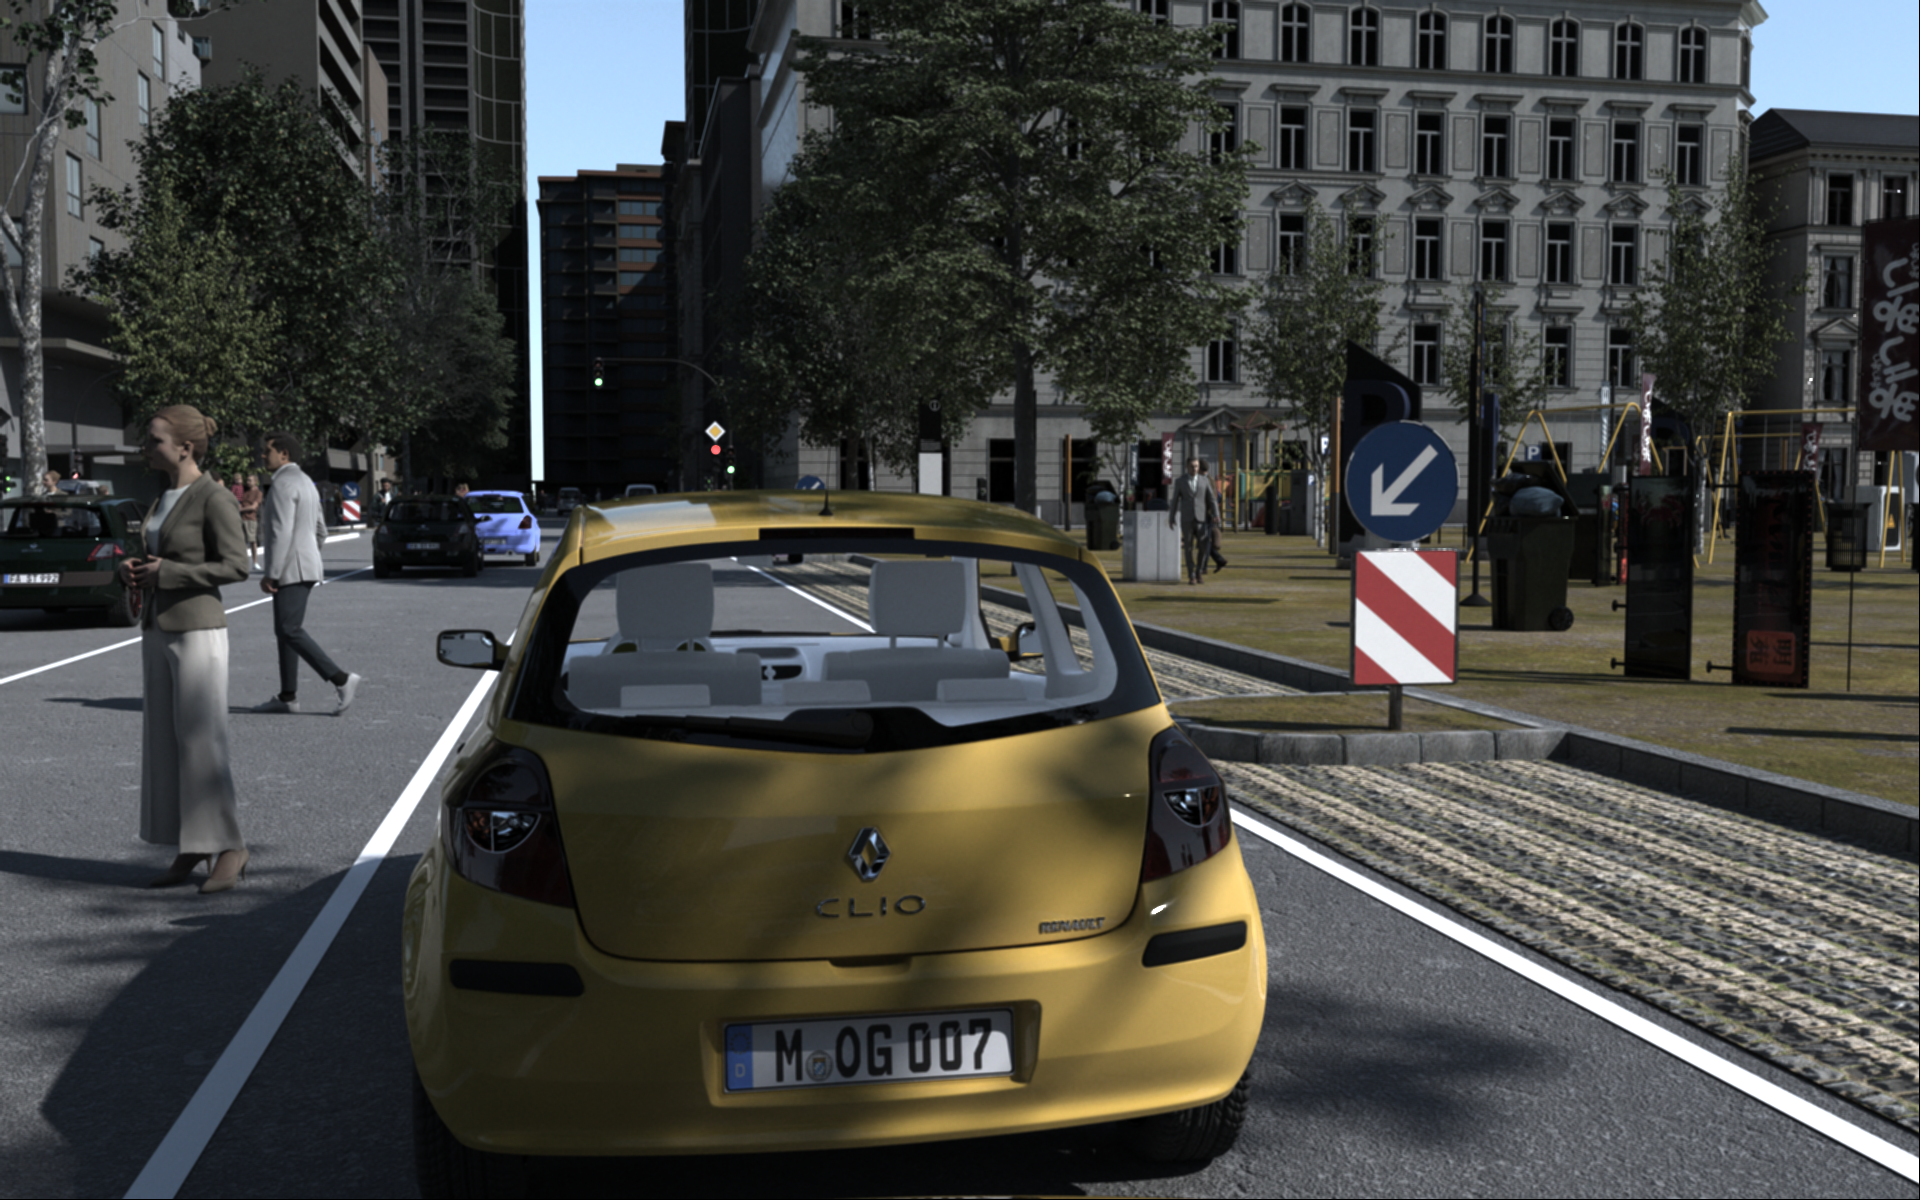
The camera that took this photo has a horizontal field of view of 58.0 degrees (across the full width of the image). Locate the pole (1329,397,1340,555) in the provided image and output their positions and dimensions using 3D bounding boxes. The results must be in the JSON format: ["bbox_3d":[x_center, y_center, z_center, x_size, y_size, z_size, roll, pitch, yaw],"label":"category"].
[{"bbox_3d":[7.916,-2.615,36.596,0.158,3.312,0.155,0,3,0],"label":"pole"}]

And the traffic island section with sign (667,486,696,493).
[{"bbox_3d":[-14.288,-5.035,90.957,1.989,1.847,2.006,-1,4,-11],"label":"traffic island section with sign"}]

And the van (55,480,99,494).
[{"bbox_3d":[-26.431,-2.679,50.818,2.013,2.044,4.112,-1,4,-10],"label":"van"}]

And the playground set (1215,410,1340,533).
[{"bbox_3d":[10.473,-4.464,59.765,5.302,4.214,5.637,-1,4,-12],"label":"playground set"}]

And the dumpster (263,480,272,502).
[{"bbox_3d":[-39.316,-5.809,99.931,1.985,2.255,1.502,-1,4,-13],"label":"dumpster"}]

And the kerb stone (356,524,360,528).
[{"bbox_3d":[-24.877,-2.989,71.065,0.120,0.150,1.000,-1,4,-11],"label":"kerb stone"}]

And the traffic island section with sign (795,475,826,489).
[{"bbox_3d":[-3.400,-1.752,37.275,1.989,1.847,2.006,-1,4,-11],"label":"traffic island section with sign"}]

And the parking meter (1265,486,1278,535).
[{"bbox_3d":[9.886,-2.845,54.934,0.372,1.533,0.369,0,3,0],"label":"parking meter"}]

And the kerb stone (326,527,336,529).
[{"bbox_3d":[-23.658,-2.620,65.034,0.120,0.150,1.000,-1,4,-11],"label":"kerb stone"}]

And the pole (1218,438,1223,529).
[{"bbox_3d":[9.442,-4.214,62.739,0.158,3.312,0.155,0,3,0],"label":"pole"}]

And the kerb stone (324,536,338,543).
[{"bbox_3d":[-18.833,-1.813,51.831,0.120,0.150,1.000,-1,4,-11],"label":"kerb stone"}]

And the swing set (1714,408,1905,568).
[{"bbox_3d":[15.662,-2.116,32.210,3.119,2.851,2.862,2,4,35],"label":"swing set"}]

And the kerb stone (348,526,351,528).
[{"bbox_3d":[-24.473,-2.860,69.054,0.120,0.150,1.000,-1,4,-11],"label":"kerb stone"}]

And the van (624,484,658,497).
[{"bbox_3d":[-14.161,-4.278,76.949,2.013,2.044,4.112,-1,4,-11],"label":"van"}]

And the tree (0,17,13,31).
[{"bbox_3d":[-11.594,-6.287,11.911,9.857,13.997,8.962,0,3,0],"label":"tree"}]

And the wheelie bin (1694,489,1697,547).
[{"bbox_3d":[17.372,-2.076,41.849,0.980,1.594,0.693,-1,4,-15],"label":"wheelie bin"}]

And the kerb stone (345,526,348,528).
[{"bbox_3d":[-24.277,-2.805,68.050,0.120,0.150,1.000,-1,4,-11],"label":"kerb stone"}]

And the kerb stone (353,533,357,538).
[{"bbox_3d":[-19.649,-2.054,55.846,0.120,0.150,1.000,-1,4,-11],"label":"kerb stone"}]

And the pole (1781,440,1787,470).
[{"bbox_3d":[31.034,-4.371,65.307,0.158,3.312,0.155,0,3,0],"label":"pole"}]

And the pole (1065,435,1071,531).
[{"bbox_3d":[3.697,-4.007,59.364,0.158,3.312,0.155,0,3,0],"label":"pole"}]

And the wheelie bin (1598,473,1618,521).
[{"bbox_3d":[9.438,-1.113,26.100,0.980,1.594,0.693,1,4,22],"label":"wheelie bin"}]

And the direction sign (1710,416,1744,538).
[{"bbox_3d":[22.207,-3.562,50.236,0.876,3.537,0.379,1,4,13],"label":"direction sign"}]

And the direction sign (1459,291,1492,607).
[{"bbox_3d":[5.919,-1.700,19.790,0.379,3.537,0.876,1,4,22],"label":"direction sign"}]

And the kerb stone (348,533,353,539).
[{"bbox_3d":[-19.444,-1.996,54.841,0.120,0.150,1.000,-1,4,-11],"label":"kerb stone"}]

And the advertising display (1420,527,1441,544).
[{"bbox_3d":[11.984,-2.420,44.784,0.974,1.923,0.123,0,4,-2],"label":"advertising display"}]

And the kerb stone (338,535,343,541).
[{"bbox_3d":[-19.035,-1.874,52.833,0.120,0.150,1.000,-1,4,-11],"label":"kerb stone"}]

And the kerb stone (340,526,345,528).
[{"bbox_3d":[-24.059,-2.743,67.050,0.120,0.150,1.000,-1,4,-11],"label":"kerb stone"}]

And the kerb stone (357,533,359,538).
[{"bbox_3d":[-19.855,-2.119,56.847,0.120,0.150,1.000,-1,4,-11],"label":"kerb stone"}]

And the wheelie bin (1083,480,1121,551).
[{"bbox_3d":[3.235,-1.930,39.471,0.693,1.594,0.980,-2,4,-33],"label":"wheelie bin"}]

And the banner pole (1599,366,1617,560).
[{"bbox_3d":[12.627,-2.678,33.795,0.401,3.779,0.863,3,5,41],"label":"banner pole"}]

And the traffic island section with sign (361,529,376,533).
[{"bbox_3d":[-22.348,-3.410,63.885,2.006,1.907,1.989,-1,4,-11],"label":"traffic island section with sign"}]

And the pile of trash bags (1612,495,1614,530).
[{"bbox_3d":[23.869,-3.298,63.681,1.912,1.369,3.447,1,4,22],"label":"pile of trash bags"}]

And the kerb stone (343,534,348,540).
[{"bbox_3d":[-19.244,-1.930,53.836,0.120,0.150,1.000,-1,4,-11],"label":"kerb stone"}]

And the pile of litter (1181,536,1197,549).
[{"bbox_3d":[4.889,-1.650,40.946,1.719,0.858,1.176,1,4,17],"label":"pile of litter"}]

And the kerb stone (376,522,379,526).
[{"bbox_3d":[-26.509,-3.477,79.100,0.120,0.150,1.000,-1,4,-11],"label":"kerb stone"}]

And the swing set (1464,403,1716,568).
[{"bbox_3d":[11.135,-2.037,30.928,2.862,2.851,3.119,-1,4,-16],"label":"swing set"}]

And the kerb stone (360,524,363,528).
[{"bbox_3d":[-25.079,-3.050,72.068,0.120,0.150,1.000,-1,4,-11],"label":"kerb stone"}]

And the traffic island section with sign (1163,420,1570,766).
[{"bbox_3d":[2.125,-0.087,10.053,1.989,1.847,2.006,-1,4,-11],"label":"traffic island section with sign"}]

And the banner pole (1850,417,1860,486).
[{"bbox_3d":[29.164,-4.065,56.480,0.401,3.779,0.863,1,4,9],"label":"banner pole"}]

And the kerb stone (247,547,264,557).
[{"bbox_3d":[-16.591,-1.135,40.760,0.120,0.150,1.000,-1,4,-11],"label":"kerb stone"}]

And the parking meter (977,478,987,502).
[{"bbox_3d":[0.771,-3.405,61.380,0.255,1.863,0.399,-1,4,-19],"label":"parking meter"}]

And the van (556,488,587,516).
[{"bbox_3d":[-25.950,-6.635,115.486,2.013,2.044,4.112,-1,4,-10],"label":"van"}]

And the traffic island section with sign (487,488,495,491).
[{"bbox_3d":[-37.291,-7.914,137.528,2.006,1.907,1.989,-1,4,-11],"label":"traffic island section with sign"}]

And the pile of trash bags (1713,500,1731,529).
[{"bbox_3d":[28.132,-3.344,64.426,3.447,1.369,1.912,3,5,41],"label":"pile of trash bags"}]

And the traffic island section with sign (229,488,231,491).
[{"bbox_3d":[-36.484,-4.801,87.118,1.989,1.847,2.006,-1,4,-11],"label":"traffic island section with sign"}]

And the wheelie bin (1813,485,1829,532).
[{"bbox_3d":[28.690,-3.074,58.170,0.693,1.594,0.980,-2,4,-25],"label":"wheelie bin"}]

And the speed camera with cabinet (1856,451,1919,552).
[{"bbox_3d":[20.932,-2.720,38.802,2.038,3.252,0.660,-2,4,-33],"label":"speed camera with cabinet"}]

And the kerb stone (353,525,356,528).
[{"bbox_3d":[-24.675,-2.927,70.056,0.120,0.150,1.000,-1,4,-11],"label":"kerb stone"}]

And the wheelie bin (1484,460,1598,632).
[{"bbox_3d":[5.382,-0.516,16.349,0.693,1.594,0.980,-1,4,-14],"label":"wheelie bin"}]

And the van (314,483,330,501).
[{"bbox_3d":[-34.460,-5.291,90.887,2.240,2.365,5.245,-1,4,-10],"label":"van"}]

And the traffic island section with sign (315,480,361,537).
[{"bbox_3d":[-20.885,-2.966,56.623,2.006,1.907,1.989,-1,4,-11],"label":"traffic island section with sign"}]

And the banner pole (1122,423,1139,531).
[{"bbox_3d":[5.962,-4.298,60.294,0.863,3.779,0.401,-3,5,-42],"label":"banner pole"}]

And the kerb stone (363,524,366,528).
[{"bbox_3d":[-25.280,-3.112,73.074,0.120,0.150,1.000,-1,4,-11],"label":"kerb stone"}]
